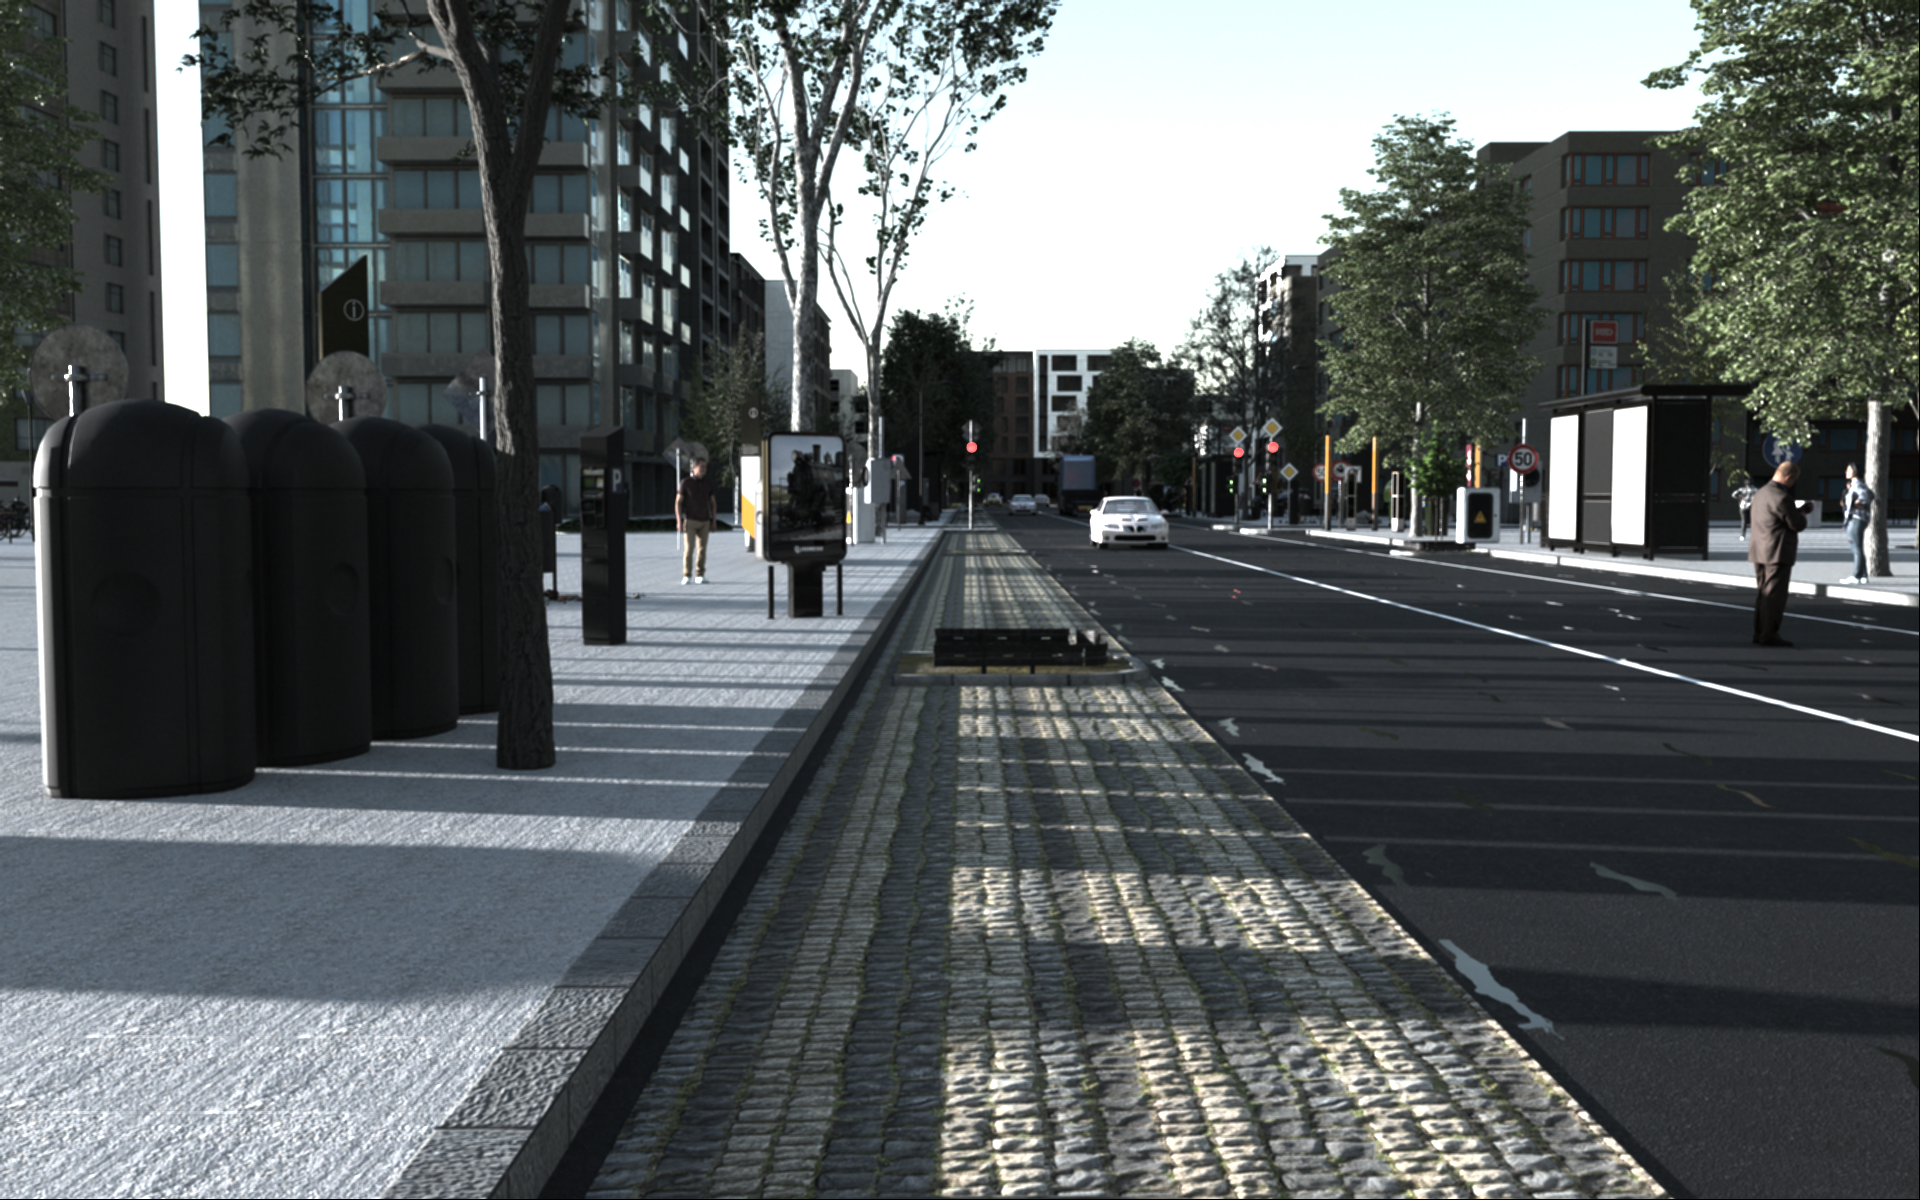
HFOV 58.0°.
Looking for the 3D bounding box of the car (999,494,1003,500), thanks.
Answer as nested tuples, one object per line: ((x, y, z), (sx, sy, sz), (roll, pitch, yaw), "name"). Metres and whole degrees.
((4.493, -12.936, 221.095), (1.945, 1.707, 3.694), (0, 4, 0), "car")

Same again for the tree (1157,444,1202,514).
((14.412, -7.903, 112.935), (4.285, 4.588, 4.351), (0, 3, 0), "tree")

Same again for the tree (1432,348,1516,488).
((24.598, -8.117, 83.071), (4.360, 8.622, 3.978), (0, 3, 0), "tree")

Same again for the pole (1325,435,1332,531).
((12.834, -4.066, 60.321), (0.158, 3.312, 0.155), (0, 3, 0), "pole")

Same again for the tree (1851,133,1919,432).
((18.898, -5.074, 33.330), (4.737, 8.622, 4.395), (0, 3, 0), "tree")

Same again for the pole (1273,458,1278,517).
((17.617, -6.293, 96.725), (0.158, 3.312, 0.155), (0, 3, 0), "pole")

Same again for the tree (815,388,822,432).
((-11.979, -9.858, 111.538), (4.360, 8.622, 3.978), (0, 3, 0), "tree")

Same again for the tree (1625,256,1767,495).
((22.671, -6.263, 52.768), (4.737, 8.622, 4.395), (0, 3, 0), "tree")

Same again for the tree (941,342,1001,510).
((-1.198, -14.453, 142.966), (9.857, 13.997, 8.962), (0, 3, 0), "tree")

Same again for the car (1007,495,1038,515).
((4.287, -6.509, 118.782), (2.083, 1.381, 4.827), (0, 4, 1), "car")

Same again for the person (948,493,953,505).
((-1.062, -11.690, 200.428), (0.557, 1.426, 1.065), (-2, 4, -30), "person")

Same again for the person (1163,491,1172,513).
((14.251, -6.762, 119.149), (0.613, 1.512, 0.480), (0, 4, -3), "person")

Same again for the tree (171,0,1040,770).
((-1.972, -4.513, 8.200), (8.767, 10.594, 7.601), (1, 4, 9), "tree")

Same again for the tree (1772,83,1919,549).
((22.718, -7.010, 40.375), (9.928, 11.665, 9.643), (0, 3, 0), "tree")

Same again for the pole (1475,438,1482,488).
((18.414, -4.143, 61.577), (0.158, 3.312, 0.155), (0, 3, 0), "pole")

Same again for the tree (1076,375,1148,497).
((14.706, -14.980, 163.046), (7.486, 12.596, 7.792), (0, 3, 0), "tree")

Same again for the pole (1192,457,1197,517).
((12.958, -6.232, 95.730), (0.158, 3.312, 0.155), (0, 3, 0), "pole")

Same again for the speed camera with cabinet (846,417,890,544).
((-2.449, -3.100, 45.021), (0.660, 3.252, 2.038), (-2, 4, -23), "speed camera with cabinet")

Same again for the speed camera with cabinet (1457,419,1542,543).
((14.120, -3.118, 45.310), (2.038, 3.252, 0.660), (0, 4, 2), "speed camera with cabinet")

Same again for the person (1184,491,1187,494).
((28.713, -13.079, 220.592), (0.721, 1.735, 1.217), (-3, 5, -45), "person")

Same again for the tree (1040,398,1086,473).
((15.195, -18.915, 219.630), (12.009, 13.543, 11.850), (0, 3, 0), "tree")

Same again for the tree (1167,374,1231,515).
((14.835, -9.585, 107.077), (4.360, 8.622, 3.978), (0, 3, 0), "tree")

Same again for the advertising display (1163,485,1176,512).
((14.710, -7.119, 121.608), (0.974, 1.923, 0.123), (-1, 4, -11), "advertising display")

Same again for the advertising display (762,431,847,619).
((-1.612, -0.783, 18.019), (0.974, 1.923, 0.123), (-3, 4, -38), "advertising display")

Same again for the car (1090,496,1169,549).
((4.554, -2.117, 46.974), (2.083, 1.381, 4.827), (0, 4, 1), "car")

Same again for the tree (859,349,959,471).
((-2.200, -8.383, 87.431), (4.360, 8.622, 3.978), (0, 3, 0), "tree")

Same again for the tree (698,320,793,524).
((-9.415, -7.579, 74.277), (4.360, 8.622, 3.978), (0, 3, 0), "tree")

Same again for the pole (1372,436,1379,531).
((14.498, -4.073, 60.437), (0.158, 3.312, 0.155), (0, 3, 0), "pole")

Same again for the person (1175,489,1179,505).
((20.944, -9.874, 167.447), (0.705, 1.831, 1.348), (3, 5, 43), "person")

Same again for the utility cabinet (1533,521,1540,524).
((24.293, -3.935, 73.021), (0.318, 1.500, 1.173), (1, 4, 17), "utility cabinet")

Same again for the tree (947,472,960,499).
((-1.554, -16.067, 213.060), (4.737, 8.622, 4.395), (0, 3, 0), "tree")

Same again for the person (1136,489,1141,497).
((14.572, -8.208, 140.946), (0.576, 1.737, 0.504), (3, 4, 36), "person")

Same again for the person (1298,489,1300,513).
((16.464, -4.679, 84.505), (0.435, 1.587, 0.963), (2, 4, 32), "person")

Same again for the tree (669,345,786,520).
((-11.287, -8.217, 84.705), (4.737, 8.622, 4.395), (0, 3, 0), "tree")

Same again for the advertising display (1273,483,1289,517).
((17.995, -5.628, 97.226), (0.974, 1.923, 0.123), (1, 4, 8), "advertising display")

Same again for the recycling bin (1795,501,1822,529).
((31.138, -3.126, 63.668), (0.722, 1.027, 0.722), (0, 4, -5), "recycling bin")

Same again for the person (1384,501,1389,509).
((27.187, -6.214, 109.861), (0.614, 1.554, 0.590), (-2, 4, -27), "person")

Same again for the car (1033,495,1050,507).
((9.151, -11.251, 196.313), (2.083, 1.381, 4.827), (0, 3, 0), "car")

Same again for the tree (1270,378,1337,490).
((20.860, -9.551, 106.514), (4.737, 8.622, 4.395), (0, 3, 0), "tree")

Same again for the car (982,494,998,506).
((3.702, -12.213, 209.473), (2.009, 1.686, 4.222), (0, 4, 2), "car")

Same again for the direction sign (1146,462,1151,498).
((13.311, -7.984, 122.527), (0.379, 3.537, 0.876), (-1, 4, -14), "direction sign")

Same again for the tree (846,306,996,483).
((-2.285, -11.535, 105.599), (9.611, 12.733, 9.660), (0, 3, 0), "tree")

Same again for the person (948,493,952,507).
((-0.902, -9.565, 165.656), (0.599, 1.433, 0.991), (1, 4, 9), "person")

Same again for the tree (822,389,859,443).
((-8.797, -10.376, 120.004), (4.360, 8.622, 3.978), (0, 3, 0), "tree")

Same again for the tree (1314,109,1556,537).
((14.096, -8.176, 51.801), (7.486, 12.596, 7.792), (0, 3, 0), "tree")

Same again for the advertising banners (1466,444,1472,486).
((17.795, -3.884, 59.689), (0.090, 3.025, 2.074), (0, 4, -3), "advertising banners")

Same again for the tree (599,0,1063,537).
((-3.819, -12.012, 52.278), (12.611, 20.169, 13.585), (0, 3, 0), "tree")

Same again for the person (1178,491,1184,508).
((20.890, -9.534, 162.662), (0.721, 1.736, 1.217), (-2, 4, -32), "person")

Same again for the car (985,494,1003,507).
((3.888, -11.569, 199.383), (2.015, 1.641, 3.980), (0, 4, -1), "car")

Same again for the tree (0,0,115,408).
((-15.934, -6.475, 23.992), (7.486, 12.596, 7.792), (0, 3, 0), "tree")

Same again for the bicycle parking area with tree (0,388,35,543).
((-27.125, -3.717, 47.779), (8.231, 4.147, 9.016), (3, 5, 40), "bicycle parking area with tree")

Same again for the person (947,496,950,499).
((-1.269, -8.525, 148.642), (0.991, 1.433, 0.599), (-1, 4, -23), "person")

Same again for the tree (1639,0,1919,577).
((14.299, -6.613, 26.245), (7.486, 12.596, 7.792), (0, 3, 0), "tree")

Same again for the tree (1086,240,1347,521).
((13.959, -10.585, 83.429), (12.009, 13.543, 11.850), (0, 3, 0), "tree")

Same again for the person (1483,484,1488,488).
((23.864, -4.388, 78.504), (0.376, 1.734, 0.841), (0, 4, 2), "person")

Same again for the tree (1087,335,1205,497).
((14.688, -14.122, 137.546), (9.857, 13.997, 8.962), (0, 3, 0), "tree")

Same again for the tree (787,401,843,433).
((-10.767, -10.971, 129.736), (4.737, 8.622, 4.395), (0, 3, 0), "tree")

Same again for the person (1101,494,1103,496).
((15.469, -11.406, 193.245), (1.217, 1.735, 0.721), (1, 4, 17), "person")
